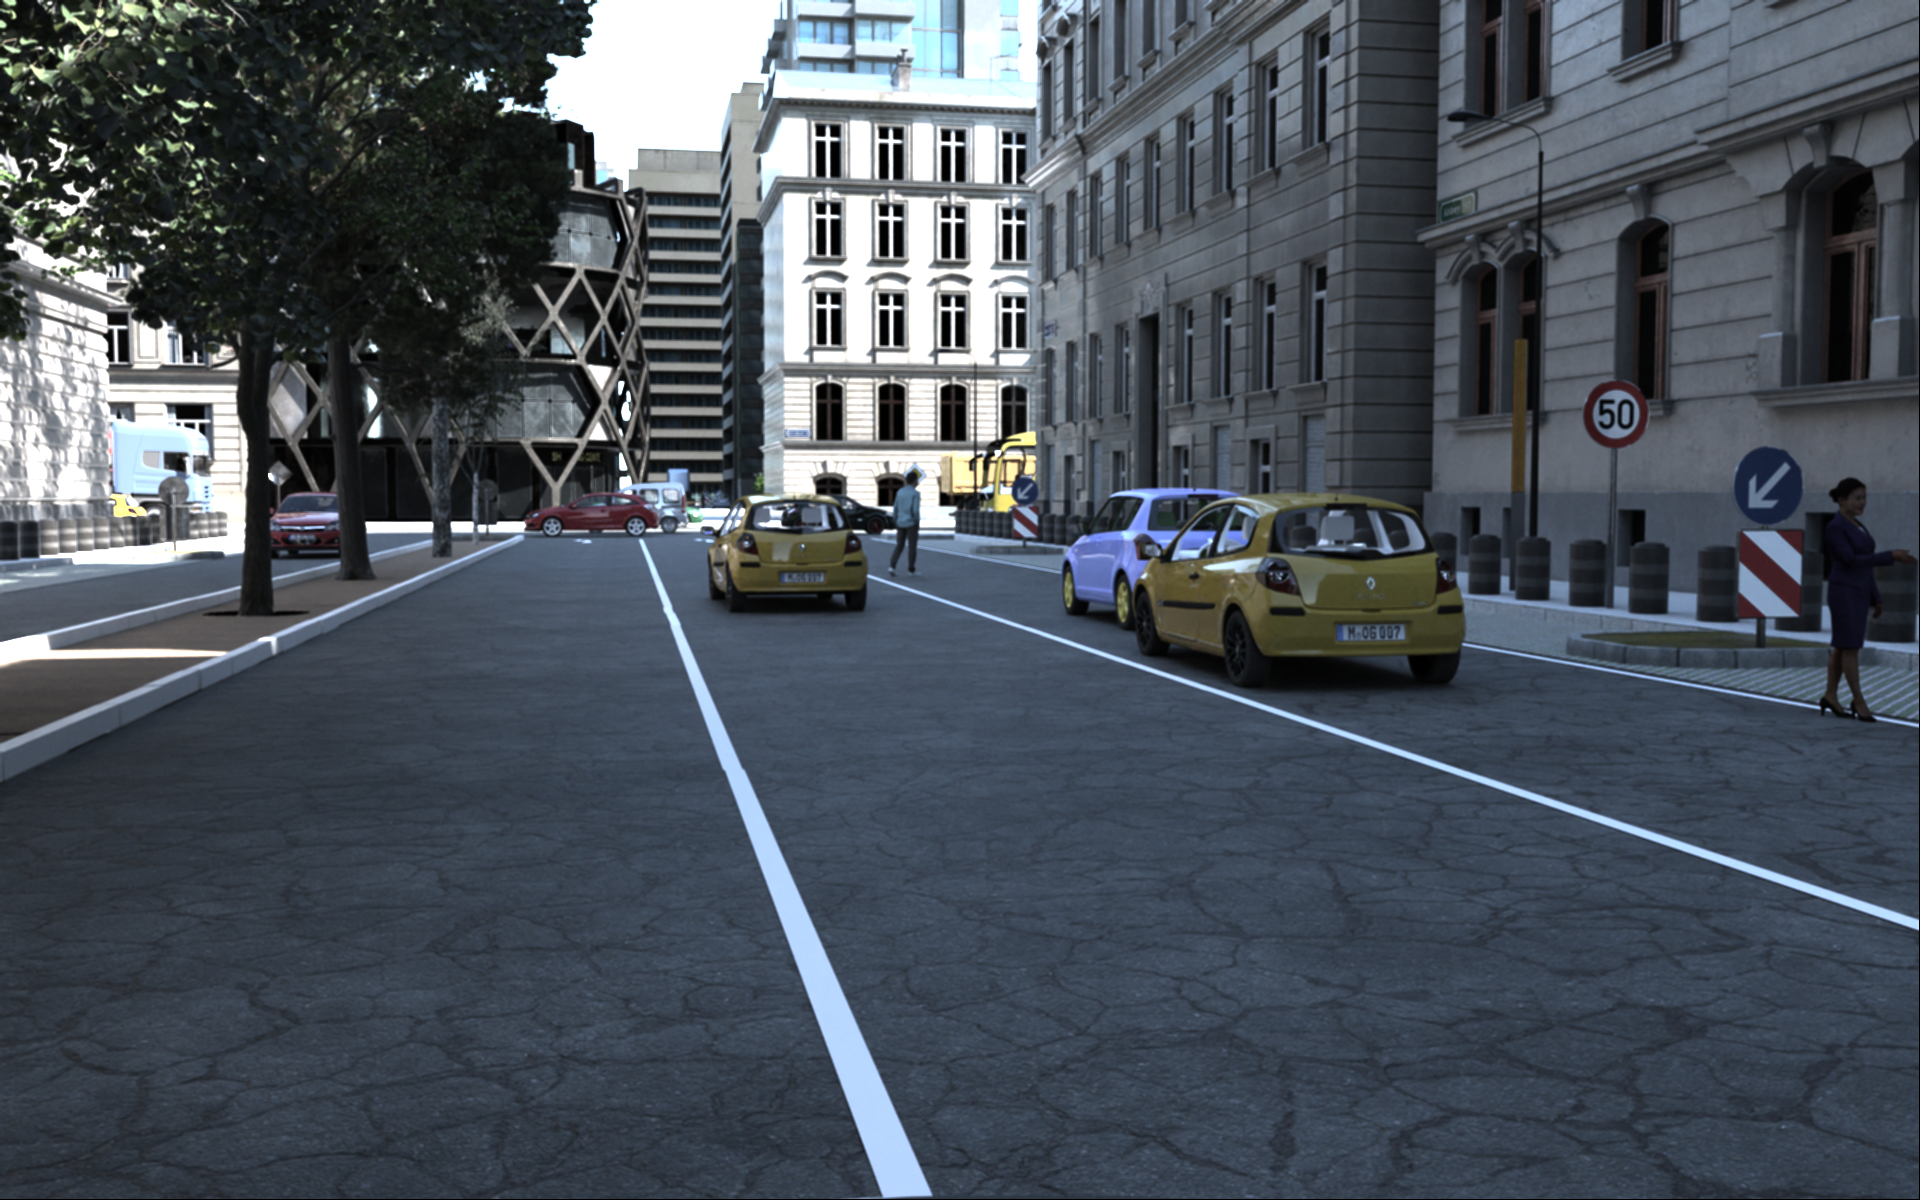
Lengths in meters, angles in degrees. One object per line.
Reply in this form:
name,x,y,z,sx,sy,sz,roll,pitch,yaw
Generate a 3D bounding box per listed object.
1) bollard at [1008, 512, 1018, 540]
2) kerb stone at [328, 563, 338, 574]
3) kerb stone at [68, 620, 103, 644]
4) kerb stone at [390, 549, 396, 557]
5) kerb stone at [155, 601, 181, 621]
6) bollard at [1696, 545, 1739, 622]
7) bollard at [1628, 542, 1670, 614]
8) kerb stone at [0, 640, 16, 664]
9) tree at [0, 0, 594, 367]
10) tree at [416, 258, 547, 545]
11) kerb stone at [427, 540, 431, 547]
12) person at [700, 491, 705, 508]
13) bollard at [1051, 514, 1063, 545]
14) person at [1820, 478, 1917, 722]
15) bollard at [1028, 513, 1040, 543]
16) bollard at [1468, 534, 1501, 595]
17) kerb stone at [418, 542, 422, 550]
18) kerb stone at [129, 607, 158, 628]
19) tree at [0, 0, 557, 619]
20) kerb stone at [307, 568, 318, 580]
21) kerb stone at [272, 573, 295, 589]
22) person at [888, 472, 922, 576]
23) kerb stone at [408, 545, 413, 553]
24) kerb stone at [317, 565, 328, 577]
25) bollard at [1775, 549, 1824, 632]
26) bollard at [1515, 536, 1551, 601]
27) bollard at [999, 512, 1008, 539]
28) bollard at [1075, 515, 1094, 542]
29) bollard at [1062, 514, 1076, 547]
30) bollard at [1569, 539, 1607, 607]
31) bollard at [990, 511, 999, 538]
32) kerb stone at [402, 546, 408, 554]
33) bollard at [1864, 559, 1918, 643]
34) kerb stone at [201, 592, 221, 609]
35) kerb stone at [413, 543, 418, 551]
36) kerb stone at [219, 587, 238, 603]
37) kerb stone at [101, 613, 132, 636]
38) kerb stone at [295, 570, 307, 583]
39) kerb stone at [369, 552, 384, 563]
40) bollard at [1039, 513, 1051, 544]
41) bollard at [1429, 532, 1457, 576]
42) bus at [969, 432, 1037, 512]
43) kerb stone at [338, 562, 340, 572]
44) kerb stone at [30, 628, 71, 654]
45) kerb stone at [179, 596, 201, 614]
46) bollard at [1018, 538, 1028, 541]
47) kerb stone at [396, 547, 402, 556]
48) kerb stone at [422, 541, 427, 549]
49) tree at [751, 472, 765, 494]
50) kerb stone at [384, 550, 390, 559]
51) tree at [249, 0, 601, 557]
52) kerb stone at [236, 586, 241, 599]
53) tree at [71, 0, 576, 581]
bollard,1.657,-2.051,48.243,0.404,0.777,0.398,0,3,0
kerb stone,-11.303,-0.534,30.926,0.120,0.150,1.000,-1,4,-11
kerb stone,-8.558,0.333,16.804,0.120,0.150,1.000,-1,4,-11
kerb stone,-12.875,-1.026,38.998,0.120,0.150,1.000,-1,4,-11
kerb stone,-9.133,0.145,19.826,0.120,0.150,1.000,-1,4,-11
bollard,7.653,-0.168,17.468,0.404,0.777,0.398,0,3,0
bollard,7.421,-0.241,18.653,0.404,0.777,0.398,0,3,0
kerb stone,-8.159,0.453,14.785,0.120,0.150,1.000,-1,4,-11
tree,-5.746,-6.100,8.851,9.857,13.997,8.962,0,3,0
tree,-13.551,-5.835,48.225,4.360,8.622,3.978,0,3,0
kerb stone,-14.247,-1.459,46.059,0.120,0.150,1.000,-1,4,-11
person,-25.924,-10.116,174.455,0.434,1.755,0.990,-1,4,-23
bollard,2.580,-1.761,43.514,0.404,0.777,0.398,0,3,0
person,5.745,-0.004,10.942,0.546,1.535,0.453,2,4,33
bollard,2.118,-1.906,45.873,0.404,0.777,0.398,0,3,0
bollard,6.729,-0.458,22.211,0.404,0.777,0.398,0,3,0
kerb stone,-13.860,-1.332,44.041,0.120,0.150,1.000,-1,4,-11
kerb stone,-8.945,0.207,18.817,0.120,0.150,1.000,-1,4,-11
tree,-8.153,-5.611,19.957,9.928,11.665,9.643,0,3,0
kerb stone,-10.910,-0.410,28.896,0.120,0.150,1.000,-1,4,-11
kerb stone,-10.514,-0.287,26.883,0.120,0.150,1.000,-1,4,-11
person,-0.966,-1.332,30.291,0.660,1.820,0.620,3,4,37
kerb stone,-13.459,-1.212,42.020,0.120,0.150,1.000,-1,4,-11
kerb stone,-11.104,-0.472,29.910,0.120,0.150,1.000,-1,4,-11
bollard,7.884,-0.095,16.272,0.404,0.777,0.398,0,3,0
bollard,6.958,-0.386,21.031,0.404,0.777,0.398,0,3,0
bollard,1.429,-2.123,49.426,0.404,0.777,0.398,0,3,0
bollard,3.038,-1.616,41.146,0.404,0.777,0.398,0,3,0
bollard,2.808,-1.689,42.334,0.404,0.777,0.398,0,3,0
bollard,7.195,-0.313,19.840,0.404,0.777,0.398,0,3,0
bollard,1.197,-2.196,50.615,0.404,0.777,0.398,0,3,0
kerb stone,-13.266,-1.151,41.011,0.120,0.150,1.000,-1,4,-11
bollard,8.117,-0.023,15.094,0.404,0.777,0.398,0,3,0
kerb stone,-9.536,0.027,21.842,0.120,0.150,1.000,-1,4,-11
kerb stone,-13.662,-1.274,43.029,0.120,0.150,1.000,-1,4,-11
kerb stone,-9.733,-0.032,22.851,0.120,0.150,1.000,-1,4,-11
kerb stone,-8.752,0.271,17.811,0.120,0.150,1.000,-1,4,-11
kerb stone,-10.714,-0.346,27.890,0.120,0.150,1.000,-1,4,-11
kerb stone,-12.484,-0.903,36.986,0.120,0.150,1.000,-1,4,-11
bollard,2.346,-1.833,44.693,0.404,0.777,0.398,0,3,0
bollard,6.499,-0.531,23.396,0.404,0.777,0.398,0,3,0
bus,6.632,-4.732,68.911,12.252,3.916,2.896,-1,4,-11
kerb stone,-11.503,-0.596,31.941,0.120,0.150,1.000,-1,4,-11
kerb stone,-8.357,0.393,15.799,0.120,0.150,1.000,-1,4,-11
kerb stone,-9.342,0.083,20.835,0.120,0.150,1.000,-1,4,-11
bollard,1.888,-1.978,47.063,0.404,0.777,0.398,0,3,0
kerb stone,-13.078,-1.089,40.003,0.120,0.150,1.000,-1,4,-11
kerb stone,-14.060,-1.396,45.051,0.120,0.150,1.000,-1,4,-11
tree,-17.203,-9.413,148.505,1.663,3.219,1.824,0,3,0
kerb stone,-12.680,-0.966,37.992,0.120,0.150,1.000,-1,4,-11
tree,-13.083,-11.063,39.234,12.611,20.169,13.585,0,3,0
kerb stone,-9.925,-0.098,23.858,0.120,0.150,1.000,-1,4,-11
tree,-10.317,-7.262,28.617,7.806,13.903,7.818,0,3,0
